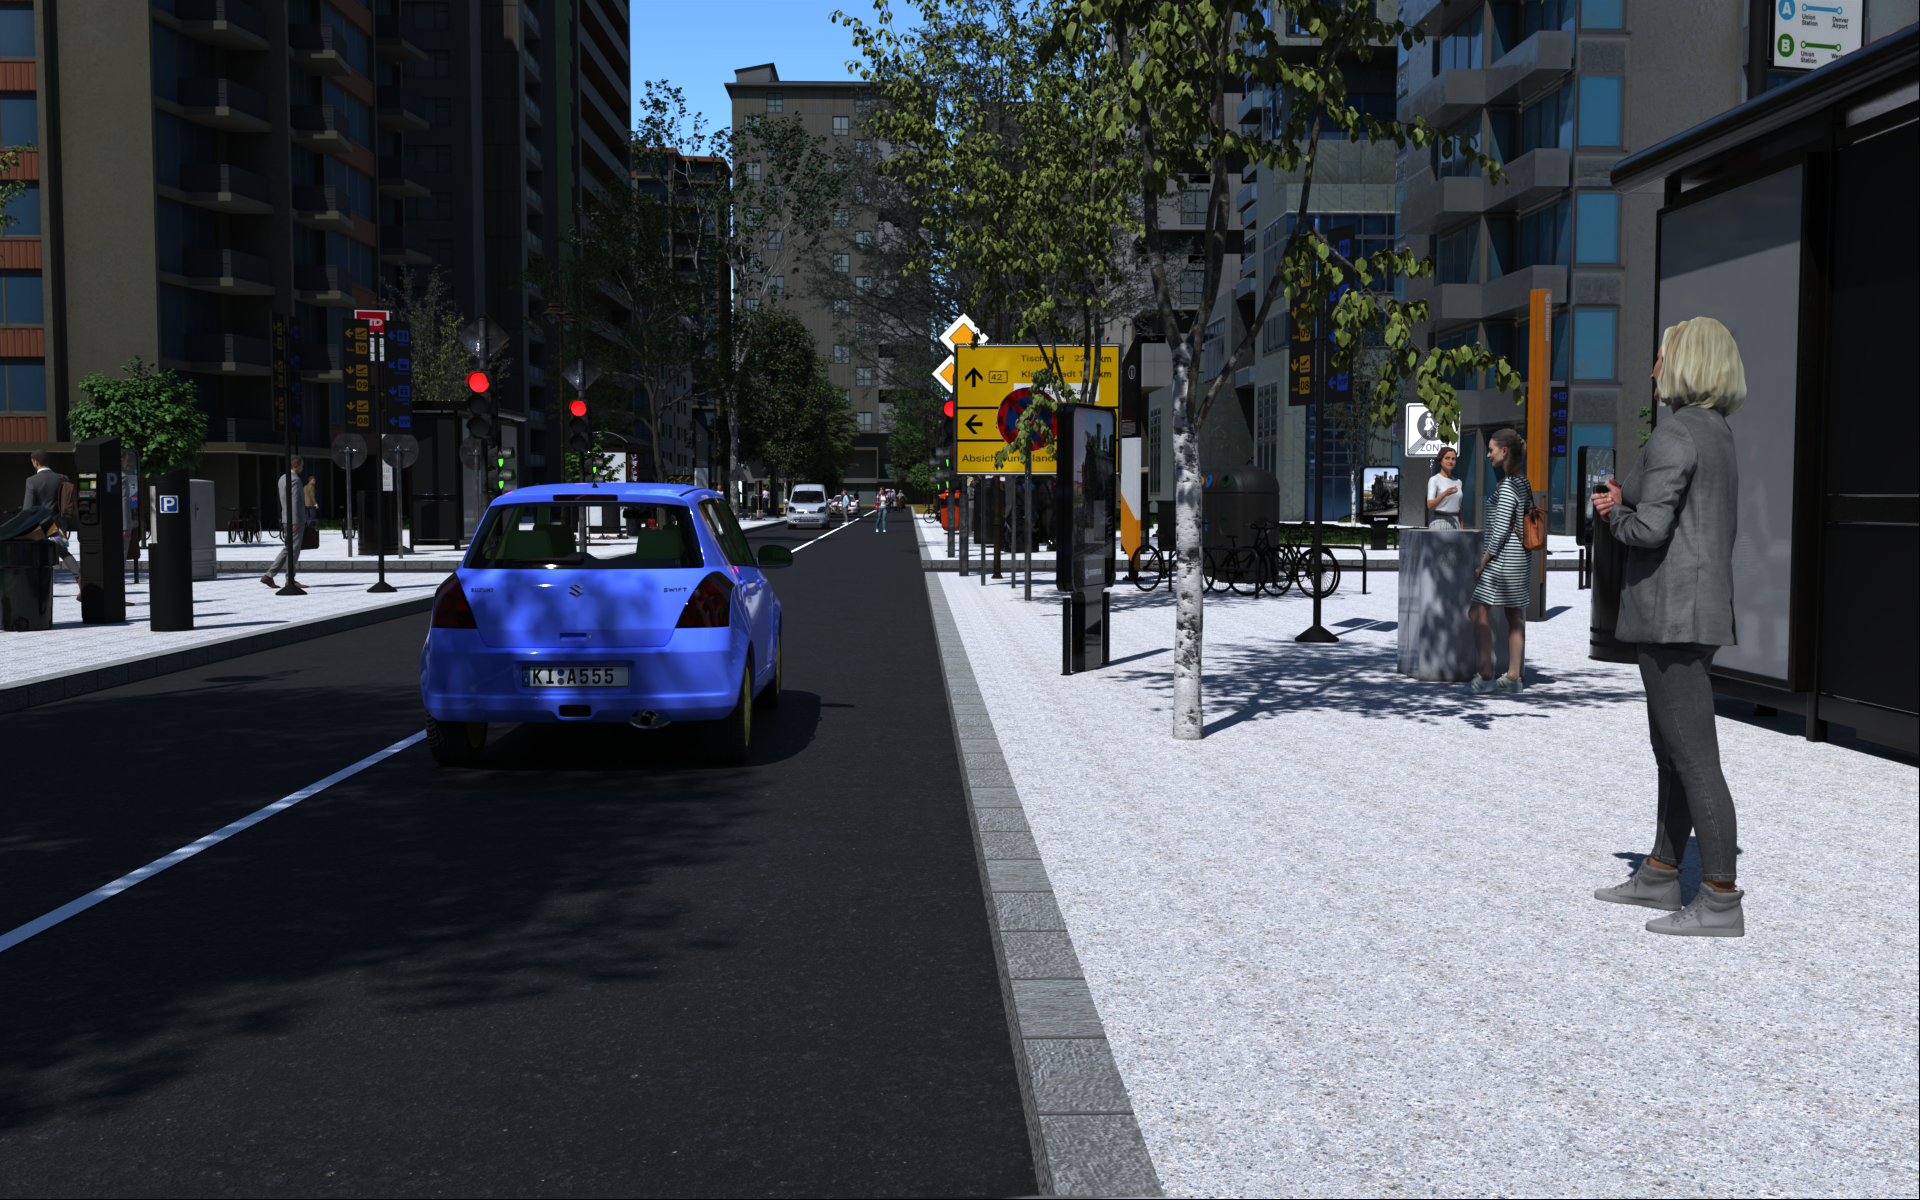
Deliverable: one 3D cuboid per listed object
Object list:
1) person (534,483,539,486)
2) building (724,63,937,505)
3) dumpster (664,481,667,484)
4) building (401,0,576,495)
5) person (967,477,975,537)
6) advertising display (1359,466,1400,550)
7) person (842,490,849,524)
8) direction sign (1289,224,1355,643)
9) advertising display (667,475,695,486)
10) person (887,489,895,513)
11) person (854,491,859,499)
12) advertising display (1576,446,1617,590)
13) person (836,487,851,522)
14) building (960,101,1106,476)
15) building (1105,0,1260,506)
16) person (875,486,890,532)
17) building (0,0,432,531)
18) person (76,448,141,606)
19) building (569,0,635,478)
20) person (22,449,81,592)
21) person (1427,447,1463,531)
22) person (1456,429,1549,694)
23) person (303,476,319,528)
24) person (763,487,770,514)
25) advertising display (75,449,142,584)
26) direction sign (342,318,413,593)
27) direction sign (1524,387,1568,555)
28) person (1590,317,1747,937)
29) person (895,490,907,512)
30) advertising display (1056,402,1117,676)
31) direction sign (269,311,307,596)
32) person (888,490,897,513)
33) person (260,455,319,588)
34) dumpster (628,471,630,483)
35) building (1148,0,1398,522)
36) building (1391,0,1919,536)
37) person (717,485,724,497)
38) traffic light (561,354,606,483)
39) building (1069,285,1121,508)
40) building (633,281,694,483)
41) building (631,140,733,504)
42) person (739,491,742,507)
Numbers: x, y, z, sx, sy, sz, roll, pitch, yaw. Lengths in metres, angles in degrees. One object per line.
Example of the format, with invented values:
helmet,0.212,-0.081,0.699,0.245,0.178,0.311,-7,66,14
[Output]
person,-19.146,-4.422,78.519,0.728,1.800,0.709,3,5,42
building,-14.601,-38.641,221.019,27.495,52.752,28.713,0,4,-2
dumpster,-11.173,-3.823,68.266,1.264,1.857,1.865,0,4,-2
building,-30.652,-25.467,99.973,14.154,41.232,14.086,0,4,-2
person,0.412,-2.780,51.678,0.526,1.800,0.537,2,4,35
advertising display,9.565,-2.097,39.499,0.974,1.923,0.123,-1,4,-18
person,-5.434,-4.391,82.107,0.330,1.601,0.589,-1,4,-9
direction sign,3.114,-1.407,15.007,0.379,3.537,0.876,-2,4,-25
advertising display,-9.190,-3.187,57.315,0.974,1.923,0.123,0,3,0
person,-5.330,-7.578,132.276,0.709,1.838,0.599,2,4,25
person,-9.667,-9.335,161.577,0.683,1.767,0.568,2,4,34
advertising display,8.639,-1.120,23.524,0.123,1.923,0.974,3,5,44
person,-5.981,-4.947,89.509,0.853,1.813,0.709,3,5,45
building,10.583,-36.321,217.553,21.600,48.544,21.300,0,4,-2
building,25.607,-32.985,128.549,28.713,52.752,27.495,0,4,-2
person,-2.913,-3.398,64.887,0.563,1.720,0.643,-1,4,-10
building,-34.805,-25.424,70.308,22.147,44.769,28.867,0,4,-2
person,-9.621,-0.830,19.739,0.709,1.813,0.853,2,4,30
building,-34.966,-30.309,119.247,21.300,48.544,21.600,0,4,-2
person,-11.265,-0.944,21.442,0.822,1.834,0.622,1,4,22
person,4.875,-0.649,17.224,0.480,1.755,0.524,-2,4,-29
person,3.523,-0.253,11.184,0.522,1.701,0.512,2,4,27
person,-20.513,-2.981,54.690,0.656,1.842,0.836,0,4,7
person,-12.578,-6.400,111.622,0.756,1.711,0.436,-2,4,-28
advertising display,-11.965,-1.171,24.365,0.123,1.923,0.974,2,4,24
direction sign,-7.572,-1.871,22.580,0.876,3.537,0.379,-2,4,-35
direction sign,12.360,-2.728,36.597,0.876,3.537,0.379,0,4,3
person,2.072,0.067,5.138,0.526,1.800,0.537,3,5,45
person,-4.669,-7.683,134.842,1.217,1.736,0.721,1,4,21
advertising display,0.925,-0.452,12.606,0.123,1.923,0.974,2,4,24
direction sign,-8.516,-1.832,21.949,0.379,3.537,0.876,0,4,1
person,-5.464,-7.600,133.546,1.217,1.735,0.721,-1,4,-22
person,-9.079,-1.066,23.591,0.853,1.813,0.709,-3,5,-42
dumpster,-12.964,-3.827,65.065,1.502,2.255,1.985,0,4,-2
building,23.697,-47.758,93.512,22.319,86.520,31.000,0,4,-2
building,30.933,-27.003,61.108,30.456,49.044,23.786,0,4,-2
person,-12.590,-5.065,89.529,0.731,1.740,0.598,-2,4,-31
traffic light,-7.553,-2.799,34.682,0.839,4.253,0.868,0,4,-2
building,25.068,-19.156,158.240,27.650,21.520,28.899,0,4,-2
building,-40.590,-19.141,157.999,28.899,21.520,27.650,0,4,-2
building,-43.146,-34.408,217.190,28.867,44.769,22.147,0,4,-2
person,-21.507,-9.915,168.142,1.348,1.826,0.705,1,4,9
